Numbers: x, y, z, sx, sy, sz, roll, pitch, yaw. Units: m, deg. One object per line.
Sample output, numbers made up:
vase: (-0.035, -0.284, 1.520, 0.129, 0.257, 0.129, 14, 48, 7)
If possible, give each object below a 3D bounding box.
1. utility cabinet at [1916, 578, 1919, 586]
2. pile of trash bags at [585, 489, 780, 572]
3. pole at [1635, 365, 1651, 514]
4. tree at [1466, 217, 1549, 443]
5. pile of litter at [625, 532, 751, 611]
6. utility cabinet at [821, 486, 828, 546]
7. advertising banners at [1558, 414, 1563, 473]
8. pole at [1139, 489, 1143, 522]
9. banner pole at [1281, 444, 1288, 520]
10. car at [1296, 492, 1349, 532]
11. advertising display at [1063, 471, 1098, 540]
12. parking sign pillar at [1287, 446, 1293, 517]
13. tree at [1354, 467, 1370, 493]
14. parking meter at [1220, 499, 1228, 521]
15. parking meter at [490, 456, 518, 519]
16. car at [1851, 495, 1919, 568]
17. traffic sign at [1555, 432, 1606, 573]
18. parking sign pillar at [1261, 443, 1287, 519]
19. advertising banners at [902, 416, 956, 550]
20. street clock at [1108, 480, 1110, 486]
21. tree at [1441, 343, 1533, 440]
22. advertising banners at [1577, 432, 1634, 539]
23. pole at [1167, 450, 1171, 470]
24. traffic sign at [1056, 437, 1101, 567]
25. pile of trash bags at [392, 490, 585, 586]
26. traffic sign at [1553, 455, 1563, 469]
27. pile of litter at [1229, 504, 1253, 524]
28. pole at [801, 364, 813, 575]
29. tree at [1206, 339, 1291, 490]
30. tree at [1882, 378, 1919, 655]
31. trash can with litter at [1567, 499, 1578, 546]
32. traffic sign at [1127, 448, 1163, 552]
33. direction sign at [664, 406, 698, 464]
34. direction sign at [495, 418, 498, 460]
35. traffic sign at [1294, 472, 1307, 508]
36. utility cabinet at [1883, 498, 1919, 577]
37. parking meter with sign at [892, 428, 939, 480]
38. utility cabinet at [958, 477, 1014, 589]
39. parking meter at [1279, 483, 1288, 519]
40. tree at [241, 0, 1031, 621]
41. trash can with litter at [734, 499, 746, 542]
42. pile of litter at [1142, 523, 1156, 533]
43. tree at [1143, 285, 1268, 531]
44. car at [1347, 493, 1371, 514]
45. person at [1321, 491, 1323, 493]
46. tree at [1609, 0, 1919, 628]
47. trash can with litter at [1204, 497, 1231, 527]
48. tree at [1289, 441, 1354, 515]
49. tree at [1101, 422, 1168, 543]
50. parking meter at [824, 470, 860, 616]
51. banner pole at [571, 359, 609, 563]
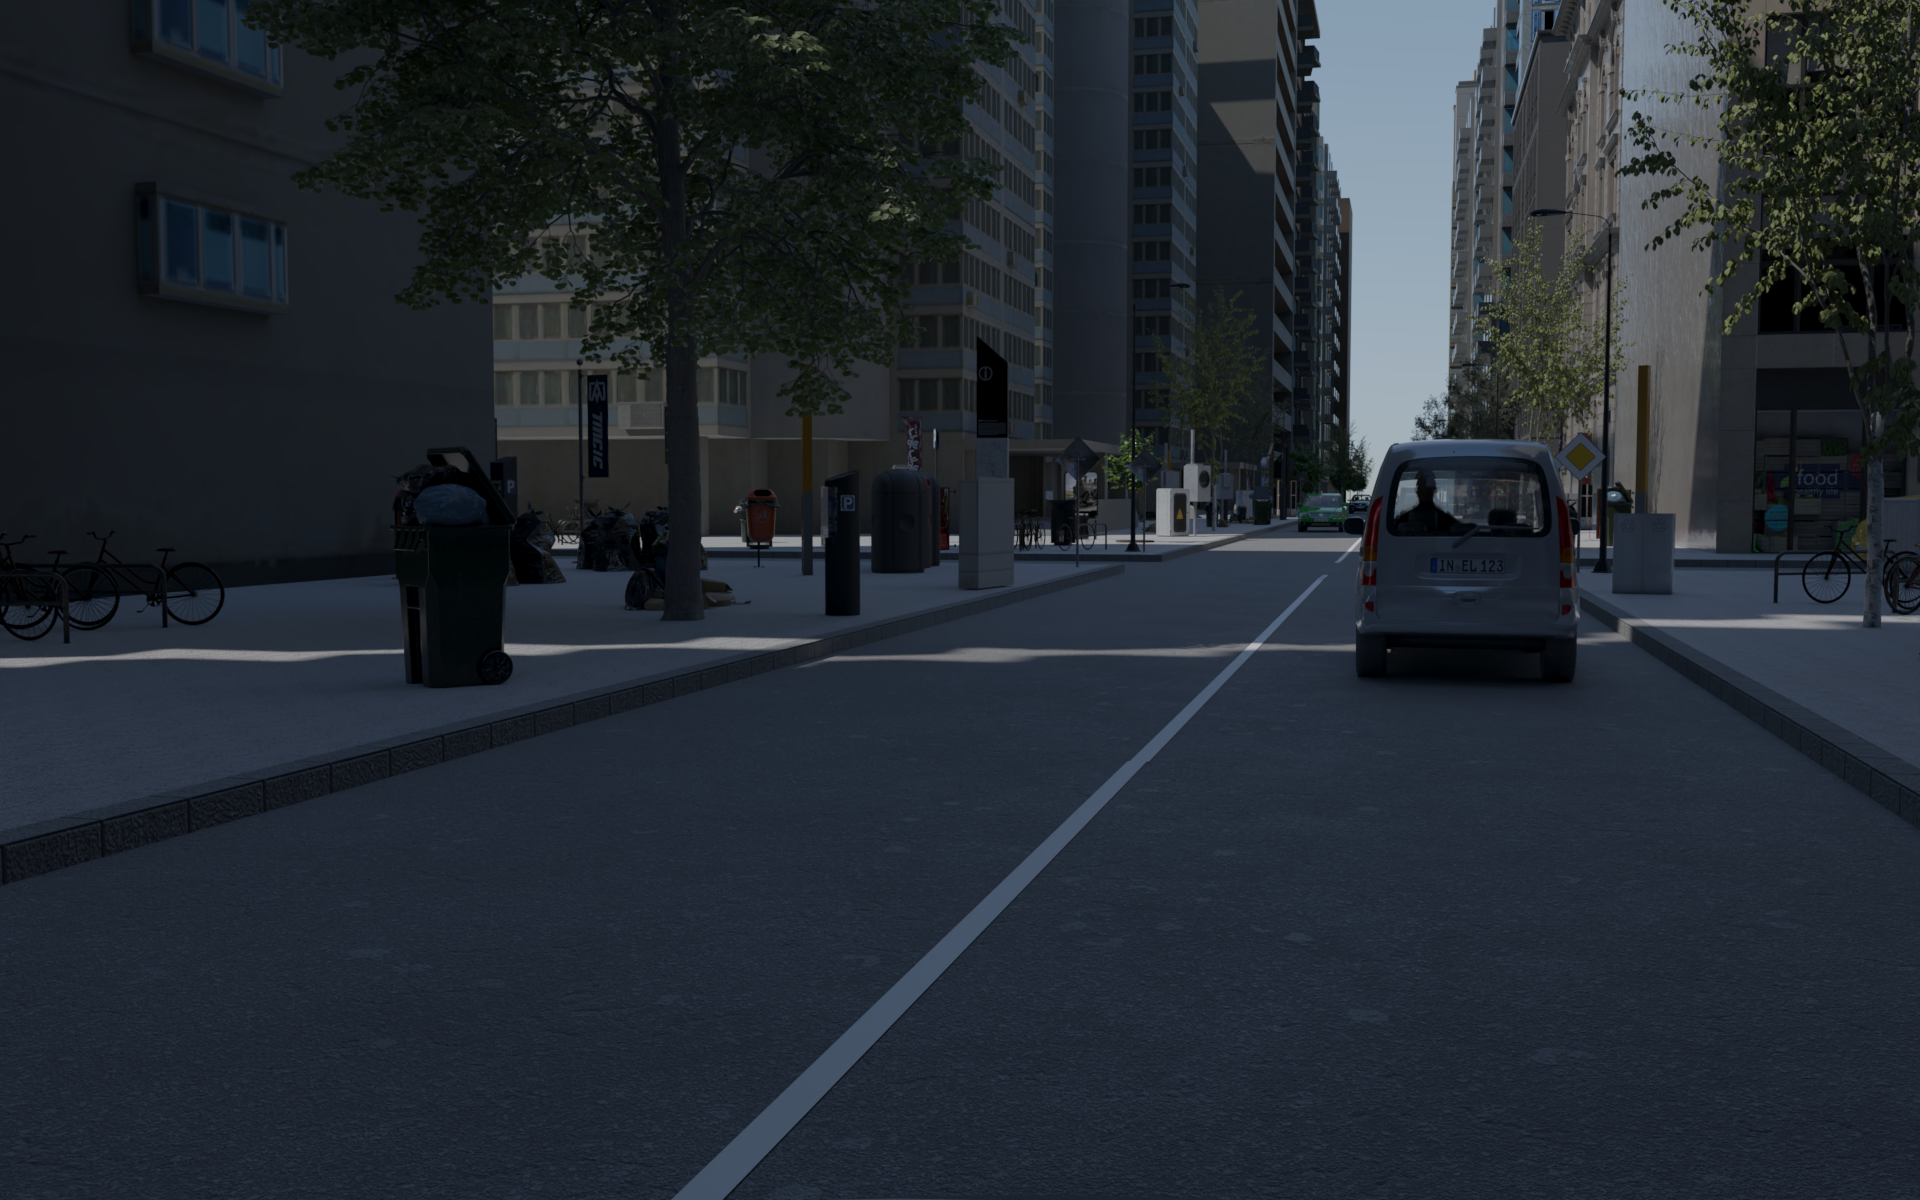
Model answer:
utility cabinet: (13.838, -0.800, 24.244, 1.020, 1.237, 0.306, -2, 4, -29)
pile of trash bags: (-4.813, -1.222, 29.729, 3.447, 1.369, 1.912, -1, 4, -16)
pole: (10.834, -2.059, 27.507, 0.158, 3.312, 0.155, 0, 3, 0)
tree: (15.808, -5.881, 46.518, 4.737, 8.622, 4.395, 0, 3, 0)
pile of litter: (-3.097, -0.353, 19.729, 1.719, 0.858, 1.176, -3, 4, -36)
utility cabinet: (-3.042, -2.011, 41.560, 0.318, 1.500, 1.173, -1, 4, -21)
advertising banners: (13.304, -2.600, 38.693, 0.090, 3.025, 2.074, 1, 4, 14)
pole: (8.243, -5.189, 78.676, 0.158, 3.312, 0.155, 0, 3, 0)
banner pole: (16.198, -5.918, 86.771, 0.401, 3.779, 0.863, 2, 4, 24)
car: (13.934, -3.525, 66.437, 1.959, 1.807, 4.718, 1, 4, 14)
advertising display: (3.403, -2.663, 48.760, 0.974, 1.923, 0.123, 0, 4, -7)
parking sign pillar: (18.420, -6.745, 98.759, 1.447, 3.967, 1.447, -2, 4, -27)
tree: (38.442, -11.612, 173.572, 4.285, 4.588, 4.351, 0, 3, 0)
parking meter: (12.577, -4.531, 82.492, 0.372, 1.533, 0.369, 0, 3, 0)
parking meter: (-7.053, -1.289, 26.793, 0.255, 1.863, 0.399, 2, 4, 25)
car: (17.947, -1.237, 30.452, 3.980, 1.641, 2.015, 1, 4, 13)
traffic sign: (10.089, -1.503, 28.223, 0.795, 2.450, 0.064, 1, 4, 14)
parking sign pillar: (16.122, -6.260, 90.821, 1.447, 3.967, 1.447, 1, 4, 21)
advertising banners: (-0.426, -2.646, 39.453, 2.074, 3.025, 0.090, -2, 4, -32)
street clock: (6.707, -4.353, 75.737, 0.471, 2.002, 0.358, 2, 4, 25)
tree: (24.950, -8.036, 81.758, 4.360, 8.622, 3.978, 0, 3, 0)
advertising banners: (18.452, -3.263, 49.544, 2.074, 3.025, 0.090, -1, 4, -22)
pole: (9.734, -5.326, 80.920, 0.158, 3.312, 0.155, 0, 3, 0)
traffic sign: (2.061, -1.631, 30.302, 0.795, 2.450, 0.064, 1, 4, 14)
pile of trash bags: (-7.326, -0.953, 25.331, 3.447, 1.369, 1.912, 3, 5, 44)
traffic sign: (12.079, -1.976, 35.957, 0.795, 2.450, 0.064, 1, 4, 14)
pile of litter: (12.398, -3.747, 75.228, 1.719, 0.858, 1.176, 0, 4, -4)
pole: (-2.416, -2.046, 27.295, 0.158, 3.312, 0.155, 0, 3, 0)
tree: (13.530, -7.989, 80.987, 4.360, 8.622, 3.978, 0, 3, 0)
tree: (7.839, -1.123, 12.960, 1.663, 3.219, 1.824, 0, 3, 0)
trash can with litter: (14.133, -1.815, 41.069, 0.624, 1.170, 1.055, -2, 4, -31)
traffic sign: (4.051, -2.104, 38.036, 0.795, 2.450, 0.064, 1, 4, 14)
direction sign: (-7.215, -3.237, 44.919, 0.876, 3.537, 0.379, -1, 4, -21)
direction sign: (-14.225, -3.646, 51.614, 0.876, 3.537, 0.379, -1, 4, -15)
traffic sign: (19.905, -6.188, 101.272, 0.768, 2.556, 0.104, 1, 4, 23)
utility cabinet: (15.207, -1.017, 27.790, 1.020, 1.237, 0.306, 0, 4, 5)
parking meter with sign: (-1.445, -3.032, 45.832, 1.738, 3.016, 0.543, 0, 4, -8)
utility cabinet: (0.355, -0.915, 23.631, 0.318, 1.500, 1.173, 2, 4, 26)
parking meter: (16.642, -5.097, 89.042, 0.399, 1.863, 0.255, 0, 4, 5)
tree: (-3.143, -6.087, 17.642, 7.486, 12.596, 7.792, 0, 3, 0)
trash can with litter: (-5.529, -2.117, 45.998, 0.624, 1.170, 1.055, 1, 4, 15)
pile of litter: (6.672, -2.716, 58.364, 1.176, 0.858, 1.719, 2, 4, 27)
tree: (8.634, -6.713, 60.120, 4.737, 8.622, 4.395, 0, 3, 0)
car: (29.343, -7.143, 126.570, 2.009, 1.686, 4.222, 1, 4, 15)
person: (39.778, -11.118, 190.371, 1.348, 1.812, 0.705, 0, 4, 6)
tree: (8.552, -4.040, 16.421, 4.737, 8.622, 4.395, 0, 3, 0)
trash can with litter: (9.986, -3.401, 67.001, 1.055, 1.170, 0.624, 3, 5, 40)
tree: (20.957, -7.519, 106.648, 4.285, 4.588, 4.351, 0, 3, 0)
tree: (4.531, -3.150, 46.109, 1.663, 3.219, 1.824, 0, 3, 0)
parking meter: (-1.245, -0.608, 18.346, 0.372, 1.533, 0.369, 0, 3, 0)
banner pole: (-6.824, -2.570, 32.039, 0.863, 3.779, 0.401, 2, 4, 25)
